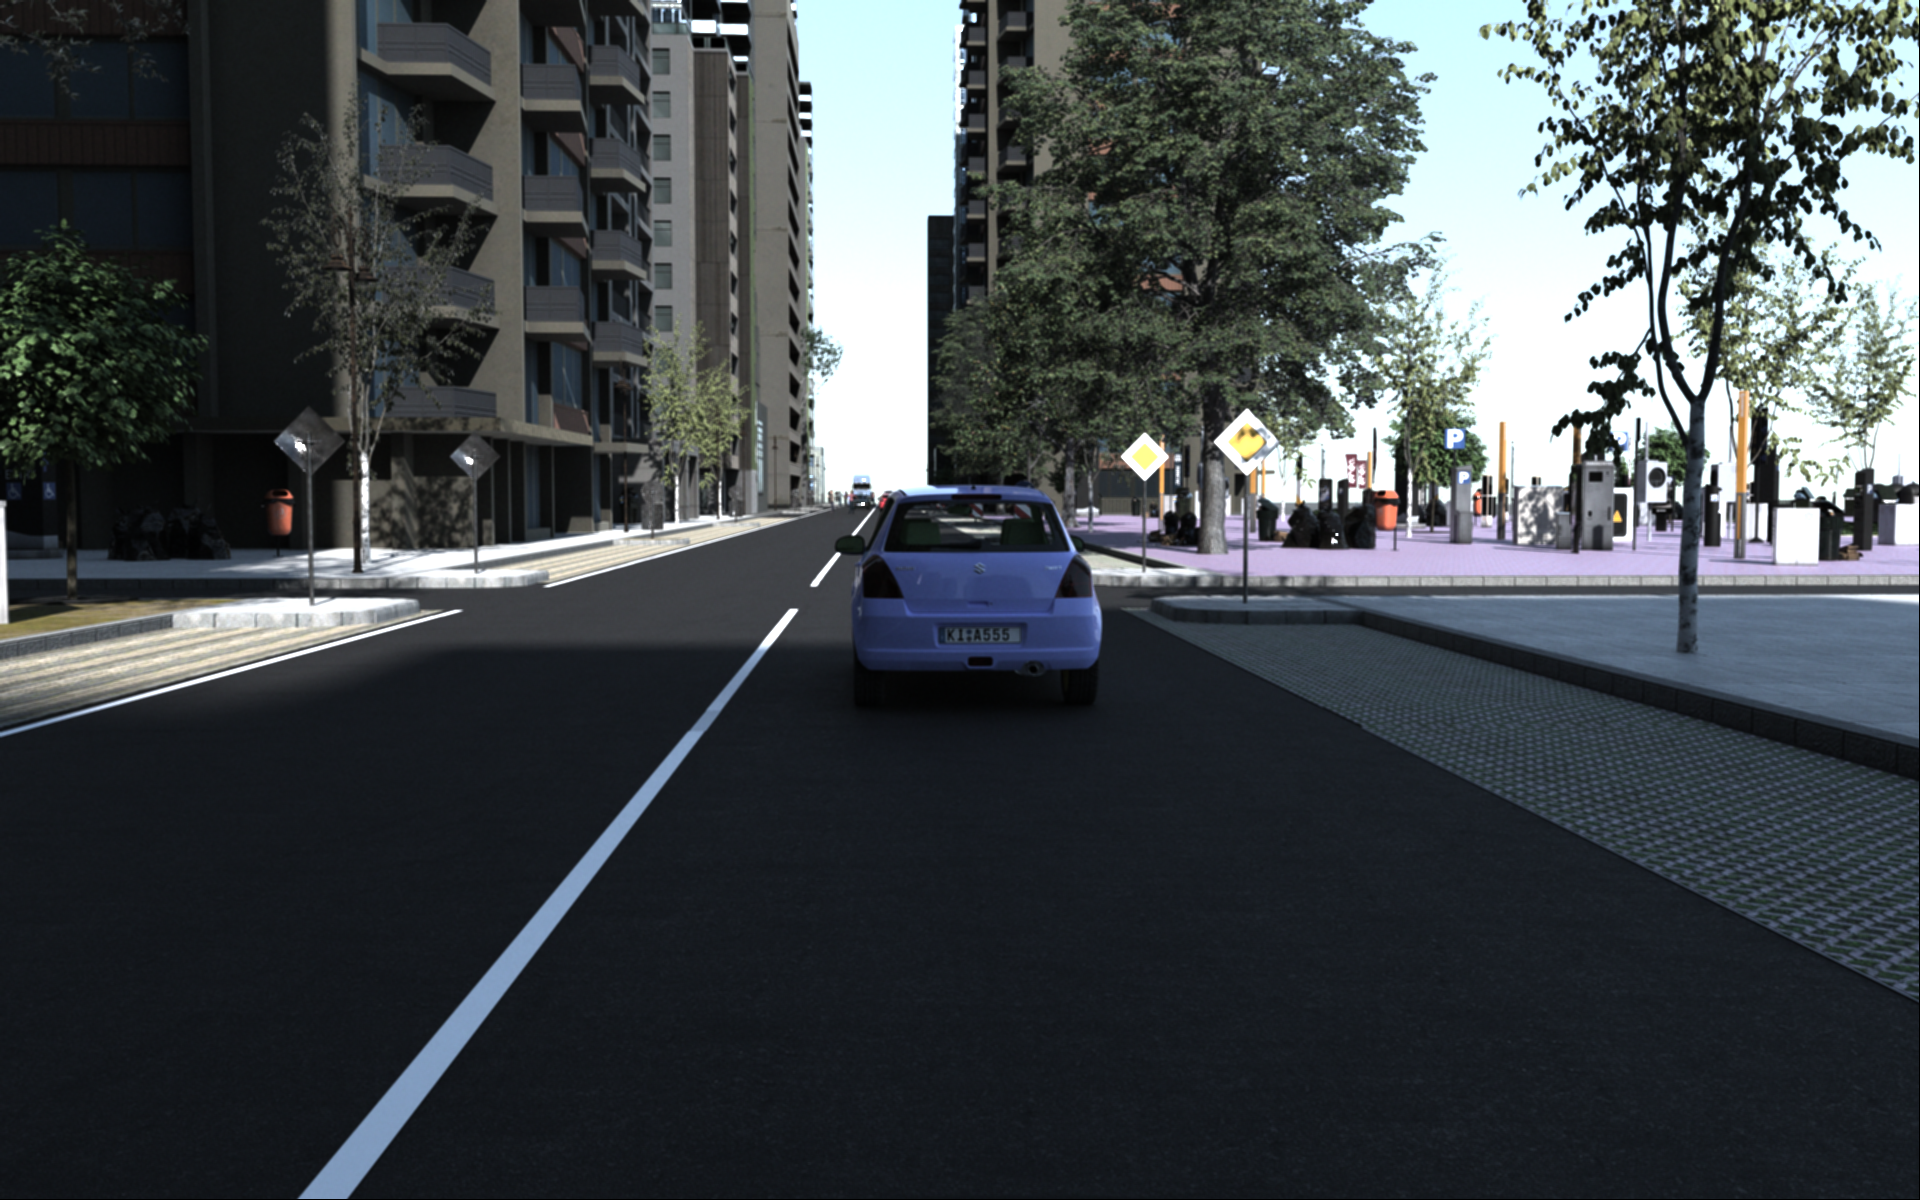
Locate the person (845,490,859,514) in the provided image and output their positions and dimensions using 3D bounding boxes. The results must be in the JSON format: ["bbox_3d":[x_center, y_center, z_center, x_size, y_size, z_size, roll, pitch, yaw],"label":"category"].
[{"bbox_3d":[-7.956,-7.174,126.515,1.217,1.743,0.721,-1,4,-22],"label":"person"}]

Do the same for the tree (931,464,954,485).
[{"bbox_3d":[-1.524,-12.683,191.077,4.285,4.588,4.351,0,3,0],"label":"tree"}]

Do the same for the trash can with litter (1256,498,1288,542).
[{"bbox_3d":[8.528,-2.168,46.838,0.624,1.170,1.055,-3,5,-39],"label":"trash can with litter"}]

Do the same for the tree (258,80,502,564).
[{"bbox_3d":[-10.818,-4.990,31.957,4.360,8.622,3.978,0,3,0],"label":"tree"}]

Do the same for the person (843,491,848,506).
[{"bbox_3d":[-14.089,-12.569,214.020,0.705,1.822,1.348,1,4,18],"label":"person"}]

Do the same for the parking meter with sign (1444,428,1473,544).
[{"bbox_3d":[13.067,-2.996,45.238,0.543,3.016,1.738,0,4,5],"label":"parking meter with sign"}]

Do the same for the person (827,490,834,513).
[{"bbox_3d":[-10.112,-7.687,134.714,0.750,1.759,0.617,1,4,14],"label":"person"}]

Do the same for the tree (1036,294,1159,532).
[{"bbox_3d":[4.457,-6.588,58.078,4.360,8.622,3.978,0,3,0],"label":"tree"}]

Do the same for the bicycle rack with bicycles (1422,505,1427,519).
[{"bbox_3d":[21.498,-4.235,82.618,2.852,0.926,2.925,-3,5,-41],"label":"bicycle rack with bicycles"}]

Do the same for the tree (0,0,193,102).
[{"bbox_3d":[-10.249,-6.147,10.878,12.009,13.543,11.850,0,3,0],"label":"tree"}]

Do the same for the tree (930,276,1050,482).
[{"bbox_3d":[3.597,-10.880,88.265,12.009,13.543,11.850,0,3,0],"label":"tree"}]

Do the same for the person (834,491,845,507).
[{"bbox_3d":[-13.603,-11.479,196.258,1.350,1.814,0.705,-3,4,-36],"label":"person"}]

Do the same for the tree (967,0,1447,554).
[{"bbox_3d":[5.314,-7.960,36.805,9.857,13.997,8.962,0,3,0],"label":"tree"}]

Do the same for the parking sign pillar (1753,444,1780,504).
[{"bbox_3d":[43.556,-6.426,93.541,1.447,3.967,1.447,-2,4,-26],"label":"parking sign pillar"}]

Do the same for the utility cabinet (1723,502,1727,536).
[{"bbox_3d":[22.986,-2.568,53.142,0.306,1.237,1.020,-2,4,-30],"label":"utility cabinet"}]

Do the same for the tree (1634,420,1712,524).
[{"bbox_3d":[30.748,-5.578,74.918,4.285,4.588,4.351,0,3,0],"label":"tree"}]

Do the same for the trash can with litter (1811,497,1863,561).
[{"bbox_3d":[16.943,-1.357,33.579,1.055,1.170,0.624,-1,4,-22],"label":"trash can with litter"}]

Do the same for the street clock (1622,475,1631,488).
[{"bbox_3d":[25.208,-3.729,65.537,0.358,2.002,0.471,0,4,7],"label":"street clock"}]

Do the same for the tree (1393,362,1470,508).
[{"bbox_3d":[25.515,-8.844,94.959,4.360,8.622,3.978,0,3,0],"label":"tree"}]

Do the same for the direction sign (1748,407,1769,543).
[{"bbox_3d":[21.086,-3.288,45.760,0.379,3.537,0.876,0,4,-2],"label":"direction sign"}]

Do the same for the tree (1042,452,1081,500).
[{"bbox_3d":[4.706,-5.080,77.659,1.663,3.219,1.824,0,3,0],"label":"tree"}]

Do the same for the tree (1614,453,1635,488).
[{"bbox_3d":[30.290,-5.193,79.511,1.663,3.219,1.824,0,3,0],"label":"tree"}]

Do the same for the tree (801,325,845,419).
[{"bbox_3d":[-18.782,-19.720,178.308,12.611,20.169,13.585,0,3,0],"label":"tree"}]

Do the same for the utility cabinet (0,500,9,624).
[{"bbox_3d":[-9.842,-0.382,17.410,0.306,1.237,1.020,-3,5,-39],"label":"utility cabinet"}]

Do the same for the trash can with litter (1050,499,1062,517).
[{"bbox_3d":[4.638,-4.510,85.118,1.055,1.170,0.624,1,4,18],"label":"trash can with litter"}]

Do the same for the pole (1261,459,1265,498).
[{"bbox_3d":[17.143,-6.363,97.884,0.158,3.312,0.155,0,3,0],"label":"pole"}]

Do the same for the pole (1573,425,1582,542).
[{"bbox_3d":[15.509,-3.041,43.570,0.158,3.312,0.155,0,3,0],"label":"pole"}]

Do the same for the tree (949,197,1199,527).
[{"bbox_3d":[4.352,-9.190,67.272,9.611,12.733,9.660,0,3,0],"label":"tree"}]

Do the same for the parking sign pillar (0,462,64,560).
[{"bbox_3d":[-18.714,-2.814,34.479,1.447,3.967,1.447,1,4,11],"label":"parking sign pillar"}]

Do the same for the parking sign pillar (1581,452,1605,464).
[{"bbox_3d":[31.048,-5.914,85.161,1.447,3.967,1.447,3,4,38],"label":"parking sign pillar"}]

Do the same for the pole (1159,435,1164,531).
[{"bbox_3d":[6.927,-4.017,59.528,0.158,3.312,0.155,0,3,0],"label":"pole"}]

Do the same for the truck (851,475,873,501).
[{"bbox_3d":[-14.049,-15.734,247.009,2.967,4.110,18.799,0,4,-4],"label":"truck"}]

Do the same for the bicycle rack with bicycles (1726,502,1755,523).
[{"bbox_3d":[34.620,-3.927,77.582,2.925,0.926,2.852,-2,4,-24],"label":"bicycle rack with bicycles"}]

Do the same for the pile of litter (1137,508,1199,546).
[{"bbox_3d":[5.486,-1.800,43.391,1.719,0.858,1.176,-2,4,-35],"label":"pile of litter"}]

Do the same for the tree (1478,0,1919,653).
[{"bbox_3d":[6.093,-3.889,13.951,4.737,8.622,4.395,0,3,0],"label":"tree"}]

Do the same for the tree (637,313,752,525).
[{"bbox_3d":[-11.563,-7.417,71.624,4.737,8.622,4.395,0,3,0],"label":"tree"}]

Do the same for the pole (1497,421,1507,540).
[{"bbox_3d":[15.242,-3.355,48.690,0.158,3.312,0.155,0,3,0],"label":"pole"}]

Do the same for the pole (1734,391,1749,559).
[{"bbox_3d":[15.468,-2.472,34.268,0.158,3.312,0.155,0,3,0],"label":"pole"}]

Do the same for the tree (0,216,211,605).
[{"bbox_3d":[-10.712,-2.255,20.585,4.285,4.588,4.351,0,3,0],"label":"tree"}]

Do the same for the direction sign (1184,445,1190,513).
[{"bbox_3d":[10.488,-5.388,80.090,0.379,3.537,0.876,0,4,-8],"label":"direction sign"}]

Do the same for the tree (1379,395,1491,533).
[{"bbox_3d":[15.623,-4.513,57.502,4.285,4.588,4.351,0,3,0],"label":"tree"}]

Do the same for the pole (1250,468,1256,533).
[{"bbox_3d":[9.722,-3.888,57.407,0.158,3.312,0.155,0,3,0],"label":"pole"}]

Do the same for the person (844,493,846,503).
[{"bbox_3d":[-16.528,-14.845,251.078,0.599,1.838,0.709,-2,4,-24],"label":"person"}]

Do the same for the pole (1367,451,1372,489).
[{"bbox_3d":[19.530,-5.433,82.676,0.158,3.312,0.155,0,3,0],"label":"pole"}]

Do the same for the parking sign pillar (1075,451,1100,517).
[{"bbox_3d":[7.079,-6.611,96.569,1.447,3.967,1.447,-1,4,-9],"label":"parking sign pillar"}]

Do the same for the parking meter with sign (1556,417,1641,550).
[{"bbox_3d":[14.597,-2.655,39.664,1.738,3.016,0.543,1,4,15],"label":"parking meter with sign"}]

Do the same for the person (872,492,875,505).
[{"bbox_3d":[-11.257,-13.076,223.017,0.721,1.743,1.217,-1,4,-10],"label":"person"}]

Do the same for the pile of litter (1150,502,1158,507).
[{"bbox_3d":[10.395,-4.906,94.181,1.719,0.858,1.176,0,4,-3],"label":"pile of litter"}]

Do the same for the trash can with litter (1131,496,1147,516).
[{"bbox_3d":[10.543,-5.508,101.444,1.055,1.170,0.624,0,4,-2],"label":"trash can with litter"}]

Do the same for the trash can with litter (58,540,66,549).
[{"bbox_3d":[-19.668,-1.569,37.043,1.055,1.170,0.624,-2,4,-32],"label":"trash can with litter"}]

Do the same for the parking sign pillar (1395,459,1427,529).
[{"bbox_3d":[16.721,-4.668,64.798,1.447,3.967,1.447,-1,4,-8],"label":"parking sign pillar"}]

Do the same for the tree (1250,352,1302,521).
[{"bbox_3d":[15.443,-8.041,81.830,4.737,8.622,4.395,0,3,0],"label":"tree"}]
